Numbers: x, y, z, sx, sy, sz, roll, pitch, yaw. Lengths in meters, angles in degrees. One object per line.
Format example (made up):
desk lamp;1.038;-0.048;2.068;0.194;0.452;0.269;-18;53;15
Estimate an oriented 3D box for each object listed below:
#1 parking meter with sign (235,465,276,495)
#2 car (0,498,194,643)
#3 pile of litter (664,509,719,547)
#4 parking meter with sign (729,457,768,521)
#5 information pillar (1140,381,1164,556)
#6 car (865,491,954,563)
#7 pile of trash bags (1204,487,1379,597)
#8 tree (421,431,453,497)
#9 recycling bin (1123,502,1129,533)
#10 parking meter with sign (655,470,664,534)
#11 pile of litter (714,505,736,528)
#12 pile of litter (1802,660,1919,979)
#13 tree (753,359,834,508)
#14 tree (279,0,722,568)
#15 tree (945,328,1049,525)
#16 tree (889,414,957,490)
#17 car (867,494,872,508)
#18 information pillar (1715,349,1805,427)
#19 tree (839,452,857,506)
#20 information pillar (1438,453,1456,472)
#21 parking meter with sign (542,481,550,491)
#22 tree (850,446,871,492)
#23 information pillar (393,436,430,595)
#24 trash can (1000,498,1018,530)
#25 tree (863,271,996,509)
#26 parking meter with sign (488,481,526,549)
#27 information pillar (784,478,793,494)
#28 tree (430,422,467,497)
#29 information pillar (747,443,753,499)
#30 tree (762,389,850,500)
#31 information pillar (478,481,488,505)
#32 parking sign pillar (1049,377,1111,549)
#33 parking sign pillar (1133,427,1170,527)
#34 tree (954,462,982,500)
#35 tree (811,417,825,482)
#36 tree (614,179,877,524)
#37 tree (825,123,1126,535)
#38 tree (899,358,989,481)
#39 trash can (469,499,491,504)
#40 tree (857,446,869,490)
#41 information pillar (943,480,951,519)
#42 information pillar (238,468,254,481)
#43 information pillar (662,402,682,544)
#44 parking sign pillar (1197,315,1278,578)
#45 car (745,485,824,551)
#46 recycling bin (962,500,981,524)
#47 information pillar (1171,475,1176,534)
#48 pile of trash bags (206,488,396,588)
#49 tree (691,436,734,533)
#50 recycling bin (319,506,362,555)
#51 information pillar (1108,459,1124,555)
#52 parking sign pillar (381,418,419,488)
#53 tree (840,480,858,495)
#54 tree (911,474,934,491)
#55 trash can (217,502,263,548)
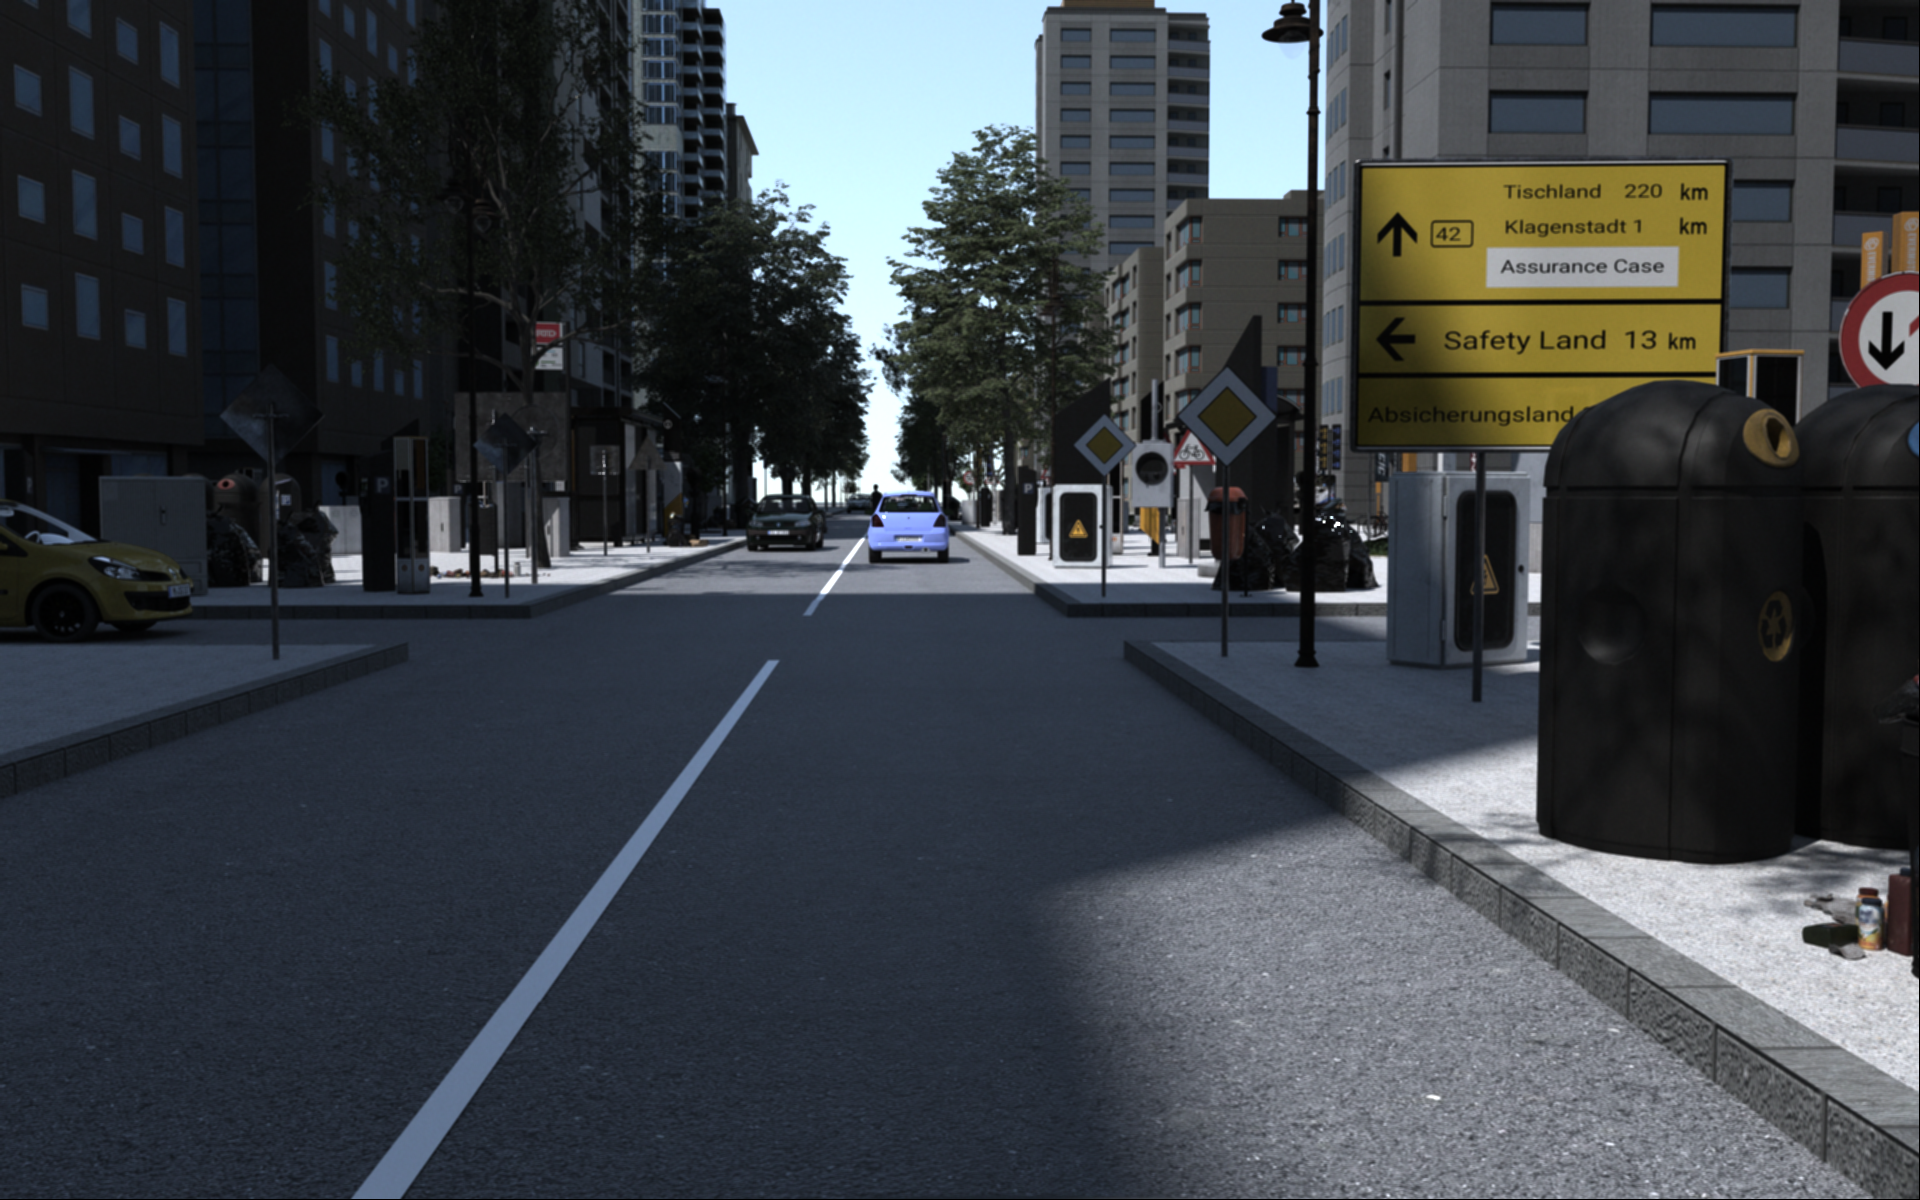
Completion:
parking meter with sign;-21.358;-3.408;51.981;0.543;3.016;1.738;3;5;44
car;-9.828;-0.436;17.355;3.980;1.641;2.015;0;4;-2
pile of litter;-6.723;-1.746;42.511;1.176;0.858;1.719;0;4;2
parking meter with sign;-9.895;-5.183;81.002;1.738;3.016;0.543;-1;4;-20
information pillar;3.979;-2.718;35.799;0.504;3.616;0.183;0;4;3
car;-1.092;-1.688;37.197;1.945;1.707;3.694;0;4;-2
pile of trash bags;4.181;-0.808;22.961;1.912;1.369;3.447;2;4;34
tree;-16.358;-3.571;52.988;1.663;3.219;1.824;0;3;0
recycling bin;5.132;-2.761;57.692;0.722;1.027;0.722;-3;5;-43
parking meter with sign;-9.859;-3.629;55.599;1.738;3.016;0.543;0;4;4
pile of litter;-8.904;-3.159;65.612;1.176;0.858;1.719;3;4;38
pile of litter;2.943;0.573;4.602;1.176;0.858;1.719;1;4;11
tree;-9.442;-8.737;93.204;4.737;8.622;4.395;0;3;0
tree;-7.604;-5.833;29.790;7.601;10.594;8.767;0;4;-4
tree;1.664;-7.412;71.545;4.737;8.622;4.395;0;3;0
tree;-4.560;-19.239;231.561;9.611;12.733;9.660;0;3;0
car;-8.828;-9.348;162.618;2.009;1.686;4.222;0;4;-4
information pillar;4.123;-0.276;8.997;0.304;2.012;0.304;-1;4;-11
tree;-12.348;-12.552;155.592;4.737;8.622;4.395;0;3;0
information pillar;7.621;-2.188;27.122;0.183;3.616;0.504;3;5;41
parking meter with sign;-18.476;-4.899;76.361;0.543;3.016;1.738;3;5;40
tree;-12.321;-14.911;194.153;4.360;8.622;3.978;0;3;0
information pillar;-7.029;-1.084;22.220;0.304;2.012;0.304;2;4;28
trash can;1.815;-3.085;62.090;0.748;1.137;0.748;0;3;0
tree;-2.262;-17.976;149.803;12.611;20.169;13.585;0;3;0
parking meter with sign;-10.674;-2.730;40.891;0.543;3.016;1.738;1;4;17
information pillar;-7.767;-4.518;78.358;0.304;2.012;0.304;-2;4;-32
tree;-23.482;-5.772;78.090;4.285;4.588;4.351;0;3;0
information pillar;-9.632;-5.341;78.674;0.504;3.616;0.183;0;4;-5
tree;-9.678;-9.394;103.951;4.360;8.622;3.978;0;3;0
information pillar;-10.314;-2.000;37.198;0.304;2.012;0.304;0;4;-3
parking sign pillar;2.792;-3.148;39.949;1.447;3.967;1.447;0;4;-6
parking sign pillar;7.481;-4.841;67.625;1.447;3.967;1.447;0;4;5
tree;0.634;-6.616;102.767;1.663;3.219;1.824;0;3;0
tree;-12.358;-15.624;173.580;7.486;12.596;7.792;0;3;0
tree;-9.003;-10.006;70.248;9.857;13.997;8.962;0;3;0
tree;1.133;-8.315;54.084;7.486;12.596;7.792;0;3;0
tree;-0.615;-12.220;125.556;9.928;11.665;9.643;0;3;0
trash can;-13.919;-2.377;50.517;0.748;1.137;0.748;0;3;0
tree;-12.220;-14.454;186.677;4.737;8.622;4.395;0;3;0
information pillar;-0.703;-5.290;90.979;0.304;2.012;0.304;2;4;32
information pillar;-19.999;-2.695;48.561;0.304;2.012;0.304;3;4;37
information pillar;-7.362;-3.238;44.298;0.504;3.616;0.183;1;4;16
parking sign pillar;4.429;-2.349;26.874;1.447;3.967;1.447;-1;4;-16
car;-4.499;-2.142;44.814;2.009;1.686;4.222;0;4;0
recycling bin;0.554;-3.725;73.453;0.722;1.027;0.722;3;5;44
information pillar;7.030;-3.164;56.223;0.304;2.012;0.304;2;4;26
pile of trash bags;-9.194;-0.895;24.391;3.447;1.369;1.912;0;4;4
tree;-8.277;-3.839;57.362;1.663;3.219;1.824;0;3;0
recycling bin;-13.133;-1.479;36.730;0.722;1.027;0.722;-2;4;-34
information pillar;3.278;-1.956;36.475;0.304;2.012;0.304;1;4;13
parking sign pillar;-19.798;-4.449;61.212;1.447;3.967;1.447;-2;4;-33
tree;-14.840;-14.421;230.389;1.663;3.219;1.824;0;3;0
tree;-4.684;-14.356;218.428;4.285;4.588;4.351;0;3;0
trash can;-12.617;-1.145;30.378;0.748;1.137;0.748;0;3;0
